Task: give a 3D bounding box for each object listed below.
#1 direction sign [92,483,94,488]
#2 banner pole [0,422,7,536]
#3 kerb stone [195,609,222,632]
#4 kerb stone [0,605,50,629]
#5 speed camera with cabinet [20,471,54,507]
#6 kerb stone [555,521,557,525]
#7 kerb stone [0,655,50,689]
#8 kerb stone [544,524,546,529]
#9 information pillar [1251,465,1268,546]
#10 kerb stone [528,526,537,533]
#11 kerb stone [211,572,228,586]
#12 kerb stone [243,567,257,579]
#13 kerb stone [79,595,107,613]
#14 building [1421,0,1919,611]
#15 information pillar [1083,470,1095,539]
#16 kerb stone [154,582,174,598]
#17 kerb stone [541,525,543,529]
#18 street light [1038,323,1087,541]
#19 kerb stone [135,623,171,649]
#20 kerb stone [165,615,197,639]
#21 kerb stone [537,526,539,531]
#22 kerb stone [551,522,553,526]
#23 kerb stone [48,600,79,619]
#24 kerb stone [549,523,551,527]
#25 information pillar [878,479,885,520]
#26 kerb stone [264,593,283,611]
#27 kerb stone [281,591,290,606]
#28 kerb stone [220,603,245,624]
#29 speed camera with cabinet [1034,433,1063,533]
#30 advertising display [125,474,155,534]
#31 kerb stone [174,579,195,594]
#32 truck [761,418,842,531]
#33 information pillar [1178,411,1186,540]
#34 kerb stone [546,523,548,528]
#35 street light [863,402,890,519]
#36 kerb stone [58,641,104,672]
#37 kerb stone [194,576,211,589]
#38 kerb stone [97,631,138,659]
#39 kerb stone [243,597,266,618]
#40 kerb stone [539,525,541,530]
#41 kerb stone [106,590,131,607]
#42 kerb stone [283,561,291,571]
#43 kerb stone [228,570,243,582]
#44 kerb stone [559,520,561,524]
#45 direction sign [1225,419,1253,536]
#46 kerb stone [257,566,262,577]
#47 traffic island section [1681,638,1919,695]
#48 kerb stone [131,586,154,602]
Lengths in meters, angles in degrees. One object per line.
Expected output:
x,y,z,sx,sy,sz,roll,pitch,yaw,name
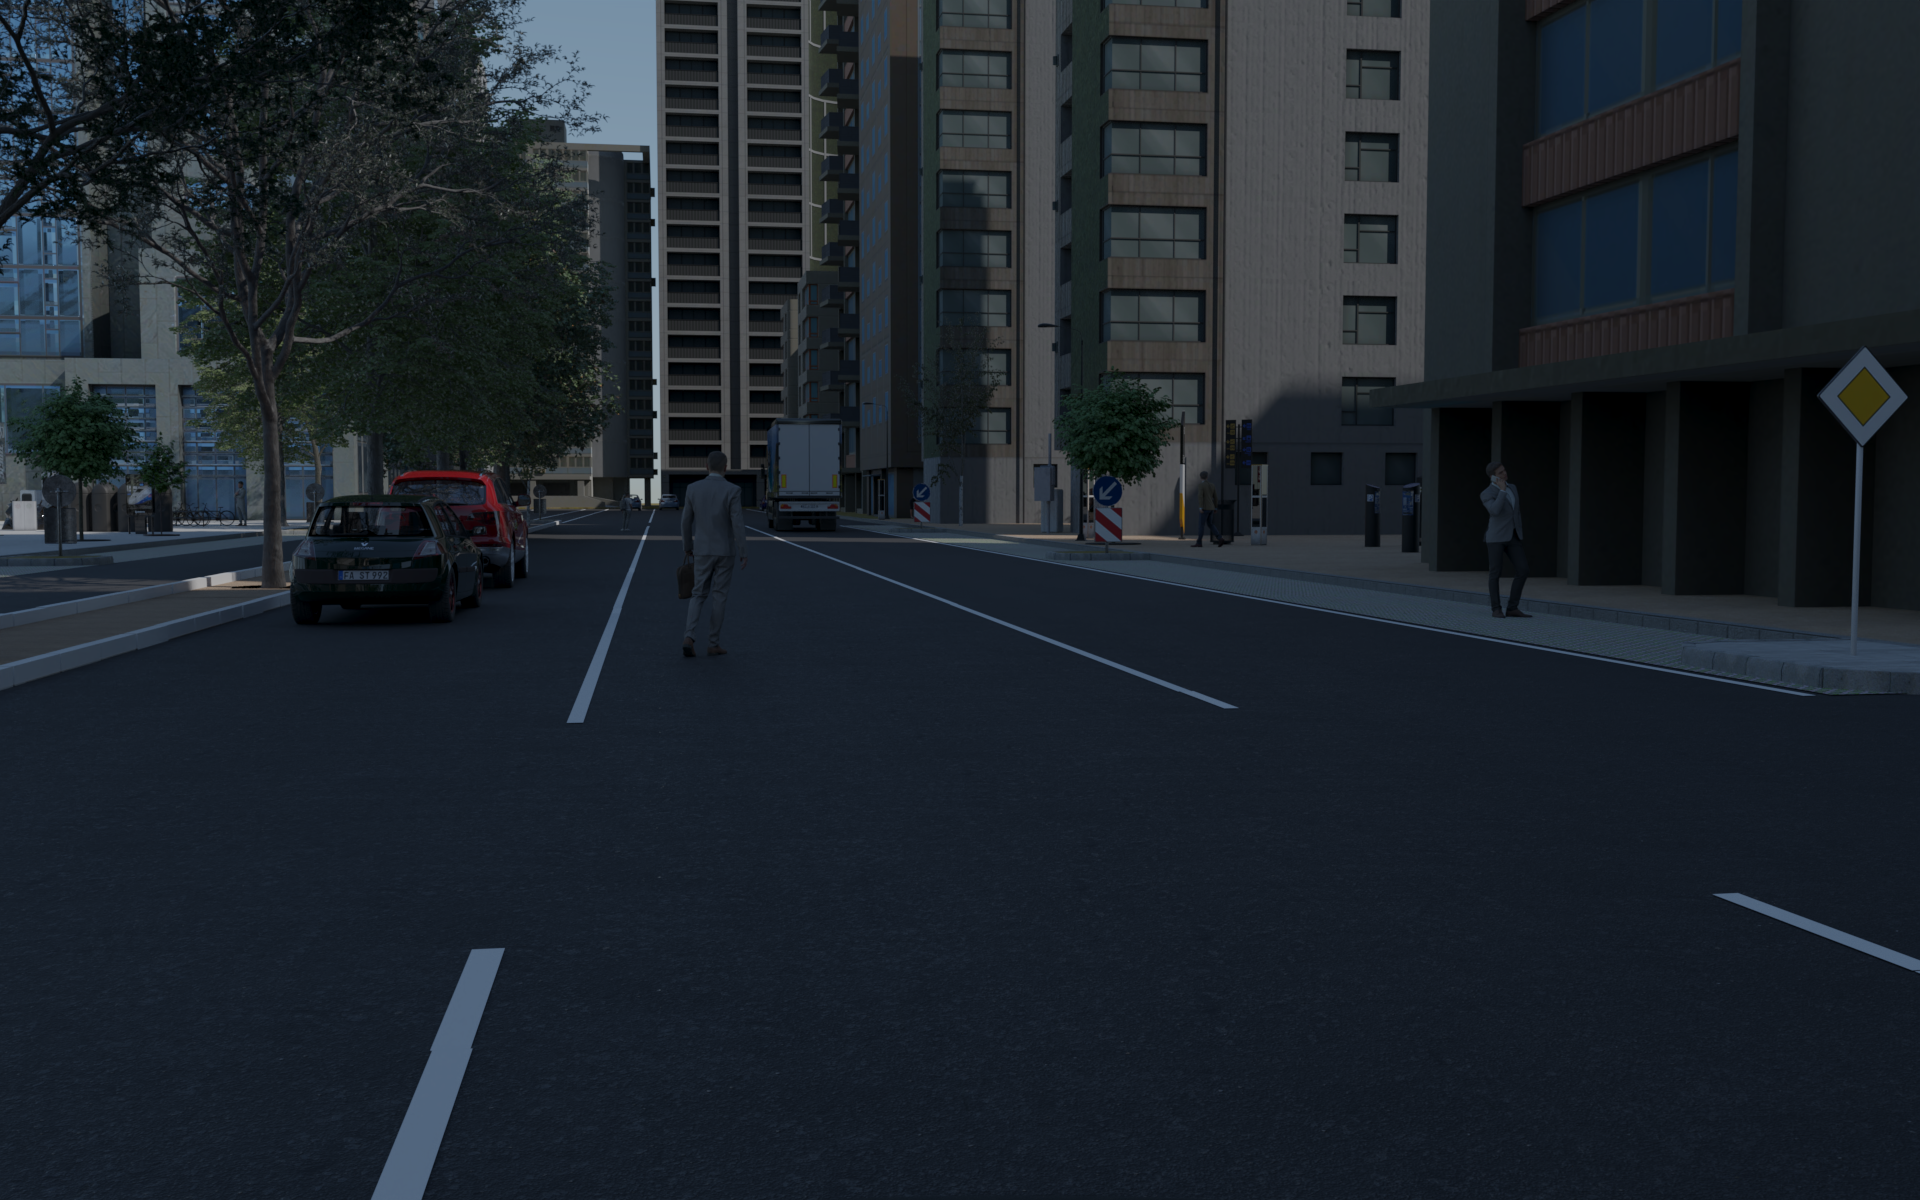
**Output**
-33.845,-4.626,67.629,0.379,3.537,0.876,0,4,8,direction sign
-29.523,-3.865,53.202,0.863,3.779,0.401,2,4,32,banner pole
-8.079,0.229,18.452,0.120,0.150,1.000,-1,4,-10,kerb stone
-10.313,0.195,19.111,0.120,0.150,1.000,-1,4,-10,kerb stone
-37.669,-4.692,71.050,2.038,3.252,0.660,2,4,27,speed camera with cabinet
-18.388,-3.413,78.113,0.120,0.150,1.000,-1,4,-10,kerb stone
-7.199,0.538,13.403,0.120,0.150,1.000,-1,4,-10,kerb stone
-17.175,-2.982,71.029,0.120,0.150,1.000,-1,4,-10,kerb stone
7.474,-2.371,43.256,0.304,2.012,0.304,3,5,41,information pillar
-16.296,-2.677,65.971,0.120,0.150,1.000,-1,4,-10,kerb stone
-11.716,-0.305,27.185,0.120,0.150,1.000,-1,4,-10,kerb stone
-12.072,-0.427,29.201,0.120,0.150,1.000,-1,4,-10,kerb stone
-10.665,0.065,21.132,0.120,0.150,1.000,-1,4,-10,kerb stone
21.602,-22.733,26.313,28.867,44.769,22.147,-1,4,-10,building
3.657,-2.768,49.748,0.304,2.012,0.304,3,5,43,information pillar
-11.195,-0.120,24.153,0.120,0.150,1.000,-1,4,-10,kerb stone
-16.821,-2.862,69.008,0.120,0.150,1.000,-1,4,-10,kerb stone
2.796,-4.572,47.295,1.470,5.913,1.316,-1,4,-10,street light
-7.716,0.352,16.433,0.120,0.150,1.000,-1,4,-10,kerb stone
-7.904,0.291,17.438,0.120,0.150,1.000,-1,4,-10,kerb stone
-16.474,-2.739,66.978,0.120,0.150,1.000,-1,4,-10,kerb stone
-17.867,-3.234,75.076,0.120,0.150,1.000,-1,4,-10,kerb stone
-10.497,0.127,20.123,0.120,0.150,1.000,-1,4,-10,kerb stone
-17.695,-3.172,74.064,0.120,0.150,1.000,-1,4,-10,kerb stone
-3.916,-5.011,86.428,0.304,2.012,0.304,-1,4,-10,information pillar
-8.601,0.044,21.476,0.120,0.150,1.000,-1,4,-10,kerb stone
-8.771,-0.018,22.484,0.120,0.150,1.000,-1,4,-10,kerb stone
-8.249,0.168,19.460,0.120,0.150,1.000,-1,4,-10,kerb stone
2.933,-3.847,57.241,0.660,3.252,2.038,1,4,15,speed camera with cabinet
-26.185,-3.066,55.341,0.974,1.923,0.123,1,4,12,advertising display
-11.359,-0.182,25.169,0.120,0.150,1.000,-1,4,-10,kerb stone
-6.433,-4.945,69.756,2.839,4.237,11.283,-1,4,-9,truck
6.250,-3.507,48.687,0.183,3.616,0.504,1,4,13,information pillar
-17.347,-3.047,72.040,0.120,0.150,1.000,-1,4,-10,kerb stone
-4.225,-7.051,87.824,1.470,5.913,1.316,-1,4,-10,street light
-7.373,0.476,14.410,0.120,0.150,1.000,-1,4,-10,kerb stone
-11.547,-0.243,26.174,0.120,0.150,1.000,-1,4,-10,kerb stone
-7.551,0.417,15.417,0.120,0.150,1.000,-1,4,-10,kerb stone
-8.413,0.105,20.471,0.120,0.150,1.000,-1,4,-10,kerb stone
-16.650,-2.801,67.994,0.120,0.150,1.000,-1,4,-10,kerb stone
-10.849,0.004,22.138,0.120,0.150,1.000,-1,4,-10,kerb stone
-12.591,-0.615,32.250,0.120,0.150,1.000,-1,4,-10,kerb stone
-11.898,-0.367,28.191,0.120,0.150,1.000,-1,4,-10,kerb stone
-18.921,-3.605,81.152,0.120,0.150,1.000,-1,4,-10,kerb stone
8.476,-3.714,52.724,0.876,3.537,0.379,2,4,34,direction sign
-12.234,-0.490,30.210,0.120,0.150,1.000,-1,4,-10,kerb stone
7.150,0.521,13.767,2.009,0.180,2.903,-1,4,-10,traffic island section
-11.015,-0.058,23.146,0.120,0.150,1.000,-1,4,-10,kerb stone
